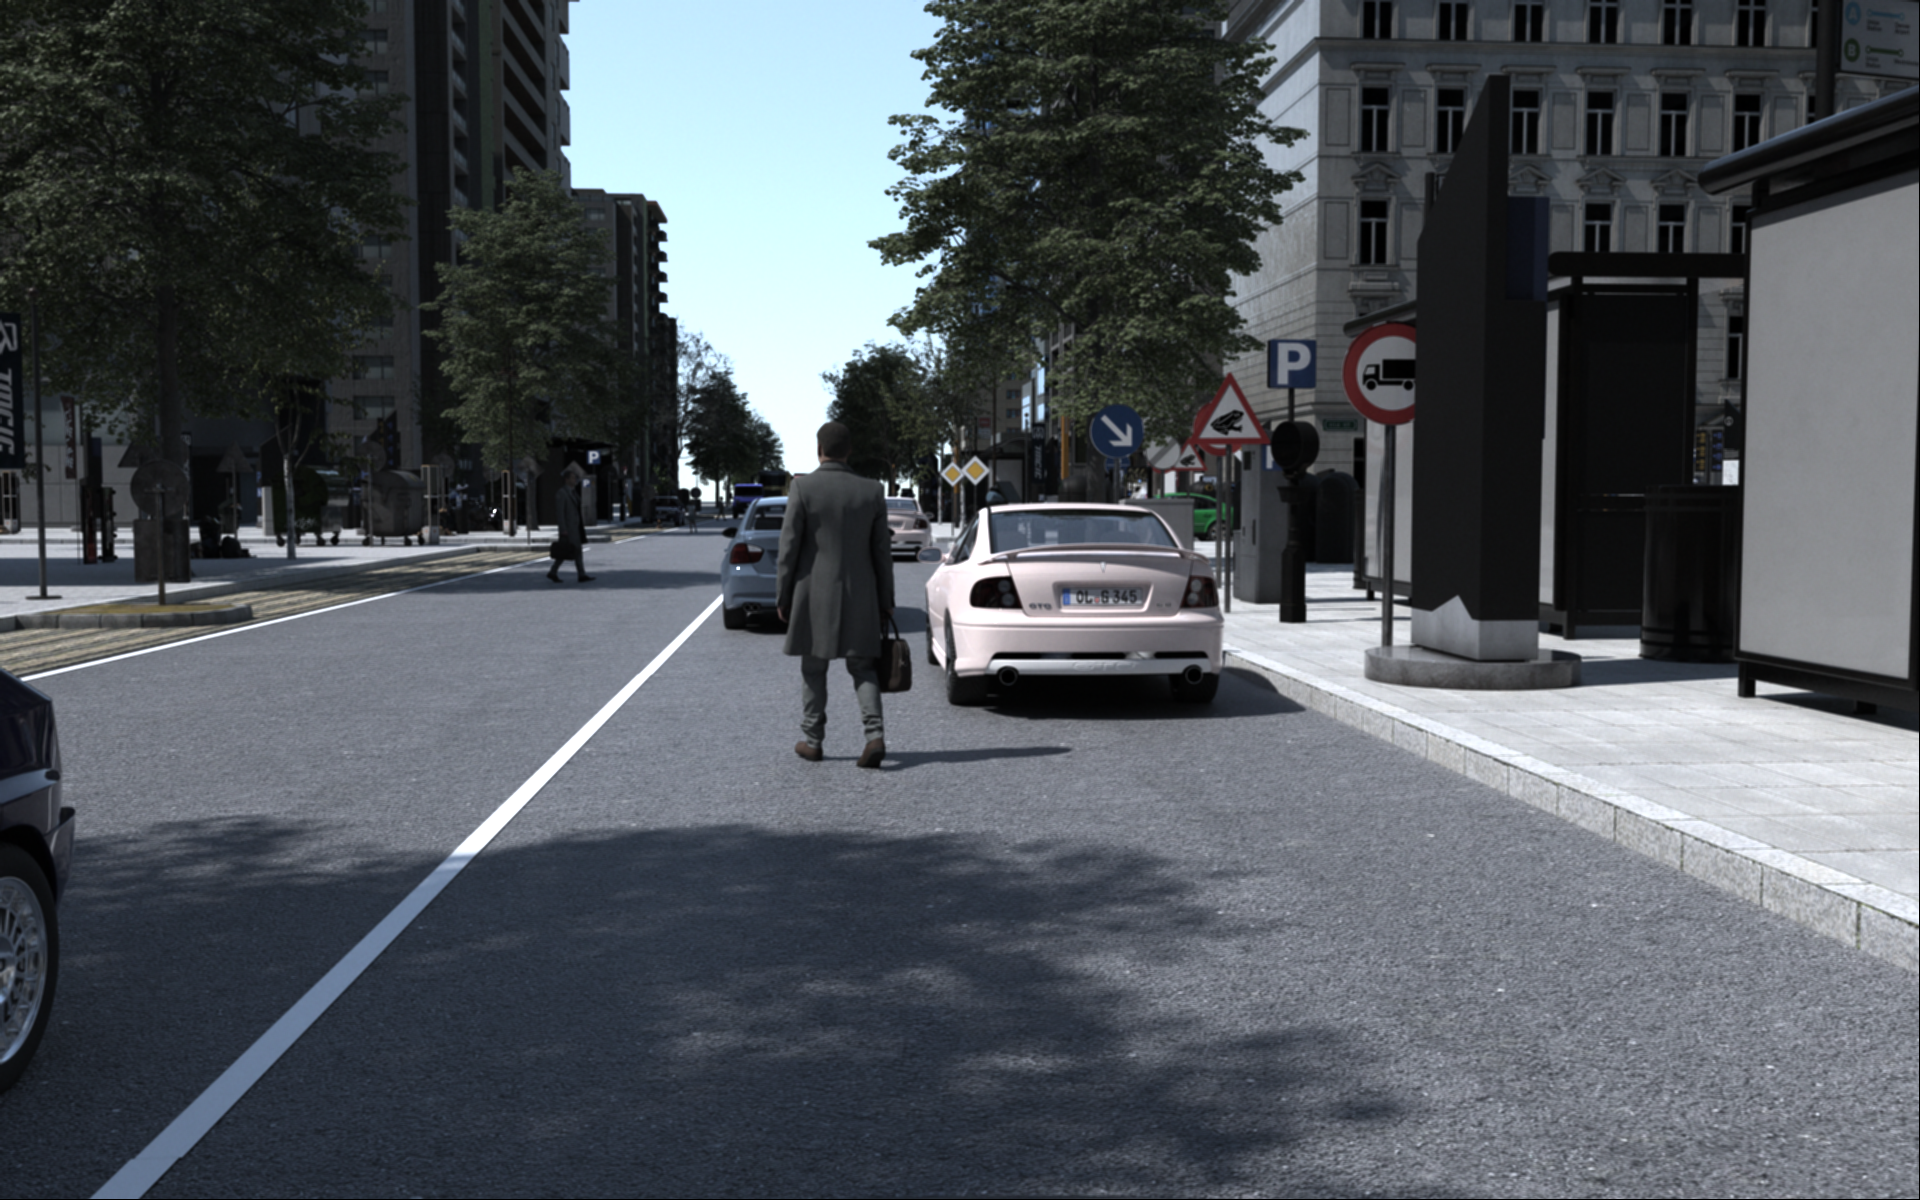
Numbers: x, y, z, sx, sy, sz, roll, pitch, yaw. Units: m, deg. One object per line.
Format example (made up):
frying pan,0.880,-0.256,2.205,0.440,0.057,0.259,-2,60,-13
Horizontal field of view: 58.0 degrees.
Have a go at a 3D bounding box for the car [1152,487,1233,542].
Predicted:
car,5.970,-2.516,49.930,4.718,1.807,1.959,0,4,-4

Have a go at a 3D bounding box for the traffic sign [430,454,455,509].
traffic sign,-16.320,-3.334,54.615,0.768,2.556,0.104,0,4,-1

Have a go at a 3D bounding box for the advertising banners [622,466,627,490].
advertising banners,-20.312,-6.870,108.512,2.074,3.025,0.090,2,4,25

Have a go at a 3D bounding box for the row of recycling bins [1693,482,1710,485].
row of recycling bins,24.188,-3.126,58.219,3.534,1.692,1.069,-3,4,-37

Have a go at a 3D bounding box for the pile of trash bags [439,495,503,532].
pile of trash bags,-17.071,-3.011,58.977,1.912,1.369,3.447,2,4,24

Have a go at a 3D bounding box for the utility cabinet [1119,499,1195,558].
utility cabinet,2.752,-0.803,24.291,1.020,1.237,0.306,-1,4,-13

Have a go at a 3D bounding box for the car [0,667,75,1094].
car,-3.061,0.600,2.772,1.945,1.354,3.894,0,4,-3

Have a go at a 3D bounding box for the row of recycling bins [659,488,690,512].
row of recycling bins,-20.212,-7.038,122.187,1.069,1.692,3.534,1,4,21

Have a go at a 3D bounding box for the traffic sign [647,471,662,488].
traffic sign,-17.027,-5.900,96.461,0.884,2.594,0.081,0,4,3

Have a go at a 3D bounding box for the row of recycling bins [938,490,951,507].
row of recycling bins,-1.145,-6.858,119.233,1.069,1.692,3.534,-1,4,-18

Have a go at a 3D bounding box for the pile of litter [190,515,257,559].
pile of litter,-15.051,-1.267,34.683,1.719,0.858,1.176,-1,4,-8

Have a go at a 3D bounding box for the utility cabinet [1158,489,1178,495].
utility cabinet,9.720,-4.425,81.034,0.318,1.500,1.173,3,5,43

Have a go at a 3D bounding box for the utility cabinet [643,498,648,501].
utility cabinet,-17.076,-5.253,94.570,0.318,1.500,1.173,0,4,3

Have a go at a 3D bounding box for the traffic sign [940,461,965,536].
traffic sign,-0.223,-2.996,52.634,0.795,2.450,0.064,0,4,-4

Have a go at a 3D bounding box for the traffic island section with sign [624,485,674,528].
traffic island section with sign,-13.297,-4.007,74.144,1.989,1.847,2.006,0,4,-4

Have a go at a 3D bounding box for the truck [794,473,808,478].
truck,-21.279,-15.096,235.735,2.839,4.237,11.283,0,4,-3

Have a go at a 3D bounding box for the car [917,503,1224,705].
car,0.739,-0.053,13.221,2.083,1.381,4.827,0,4,-4

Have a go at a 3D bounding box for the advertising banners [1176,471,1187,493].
advertising banners,8.884,-4.276,66.092,2.074,3.025,0.090,1,4,18

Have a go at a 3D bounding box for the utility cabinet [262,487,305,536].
utility cabinet,-20.541,-2.686,52.593,1.173,1.500,0.318,-3,4,-36

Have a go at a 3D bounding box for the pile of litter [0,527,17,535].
pile of litter,-30.674,-2.497,54.798,1.719,0.858,1.176,0,4,0

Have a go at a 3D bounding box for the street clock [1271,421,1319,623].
street clock,3.328,-0.776,17.258,0.358,2.002,0.471,-2,4,-31

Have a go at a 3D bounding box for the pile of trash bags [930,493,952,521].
pile of trash bags,-0.957,-4.473,82.883,1.912,1.369,3.447,0,4,-1

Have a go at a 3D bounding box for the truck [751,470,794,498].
truck,-15.319,-9.003,143.120,3.469,3.379,9.791,0,4,-3

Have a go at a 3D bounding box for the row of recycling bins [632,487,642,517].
row of recycling bins,-18.533,-5.672,99.853,1.069,1.692,3.534,0,4,-4

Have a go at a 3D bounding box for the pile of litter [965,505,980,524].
pile of litter,0.740,-3.626,73.244,1.176,0.858,1.719,-3,4,-37

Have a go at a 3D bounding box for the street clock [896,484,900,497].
street clock,-4.412,-7.093,120.544,0.471,2.002,0.358,1,4,13

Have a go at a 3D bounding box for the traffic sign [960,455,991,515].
traffic sign,0.393,-2.509,44.672,0.795,2.450,0.064,0,4,-4

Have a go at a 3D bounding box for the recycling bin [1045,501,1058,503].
recycling bin,2.975,-2.988,61.401,0.722,1.027,0.722,3,4,36

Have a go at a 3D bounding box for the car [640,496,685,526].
car,-13.338,-3.997,77.927,1.945,1.354,3.894,0,4,-5

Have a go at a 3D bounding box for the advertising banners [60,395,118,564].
advertising banners,-15.975,-2.176,31.760,0.090,3.025,2.074,0,4,-3

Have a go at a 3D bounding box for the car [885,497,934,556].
car,-1.604,-1.602,38.552,2.083,1.381,4.827,0,4,-3

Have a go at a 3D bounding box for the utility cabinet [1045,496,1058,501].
utility cabinet,3.592,-3.475,67.976,0.306,1.237,1.020,3,4,38

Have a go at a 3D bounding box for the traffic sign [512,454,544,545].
traffic sign,-10.919,-2.457,43.821,0.795,2.450,0.064,0,4,-4

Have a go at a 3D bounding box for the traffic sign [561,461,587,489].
traffic sign,-11.535,-2.944,51.783,0.795,2.450,0.064,0,4,-4

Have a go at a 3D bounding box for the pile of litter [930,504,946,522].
pile of litter,-1.442,-4.052,80.214,1.719,0.858,1.176,1,4,15

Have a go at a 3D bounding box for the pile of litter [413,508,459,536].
pile of litter,-16.217,-2.416,53.474,1.176,0.858,1.719,-3,5,-40

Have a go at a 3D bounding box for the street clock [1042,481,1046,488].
street clock,3.683,-4.531,78.650,0.358,2.002,0.471,2,4,32

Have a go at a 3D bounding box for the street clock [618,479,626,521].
street clock,-15.892,-4.700,81.420,0.358,2.002,0.471,0,4,3

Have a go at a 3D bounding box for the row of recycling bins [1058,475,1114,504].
row of recycling bins,2.879,-1.934,38.740,1.069,1.692,3.534,1,4,13

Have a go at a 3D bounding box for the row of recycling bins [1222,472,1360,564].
row of recycling bins,6.418,-1.605,33.357,1.069,1.692,3.534,-2,4,-25

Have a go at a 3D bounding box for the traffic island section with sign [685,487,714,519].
traffic island section with sign,-15.387,-5.660,101.176,1.989,1.847,2.006,0,4,-4

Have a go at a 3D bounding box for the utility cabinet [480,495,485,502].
utility cabinet,-31.554,-6.285,113.928,0.306,1.237,1.020,-2,4,-32

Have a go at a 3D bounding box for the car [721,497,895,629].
car,-1.734,-0.473,19.743,2.014,1.417,4.499,0,4,-4

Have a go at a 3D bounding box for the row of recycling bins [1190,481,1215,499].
row of recycling bins,8.935,-2.914,54.758,3.534,1.692,1.069,0,4,-4

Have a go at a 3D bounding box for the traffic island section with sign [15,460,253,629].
traffic island section with sign,-9.057,-0.650,19.253,1.989,1.847,2.006,0,4,-4

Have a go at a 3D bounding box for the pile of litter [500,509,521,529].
pile of litter,-16.952,-3.019,63.328,1.719,0.858,1.176,1,4,20
